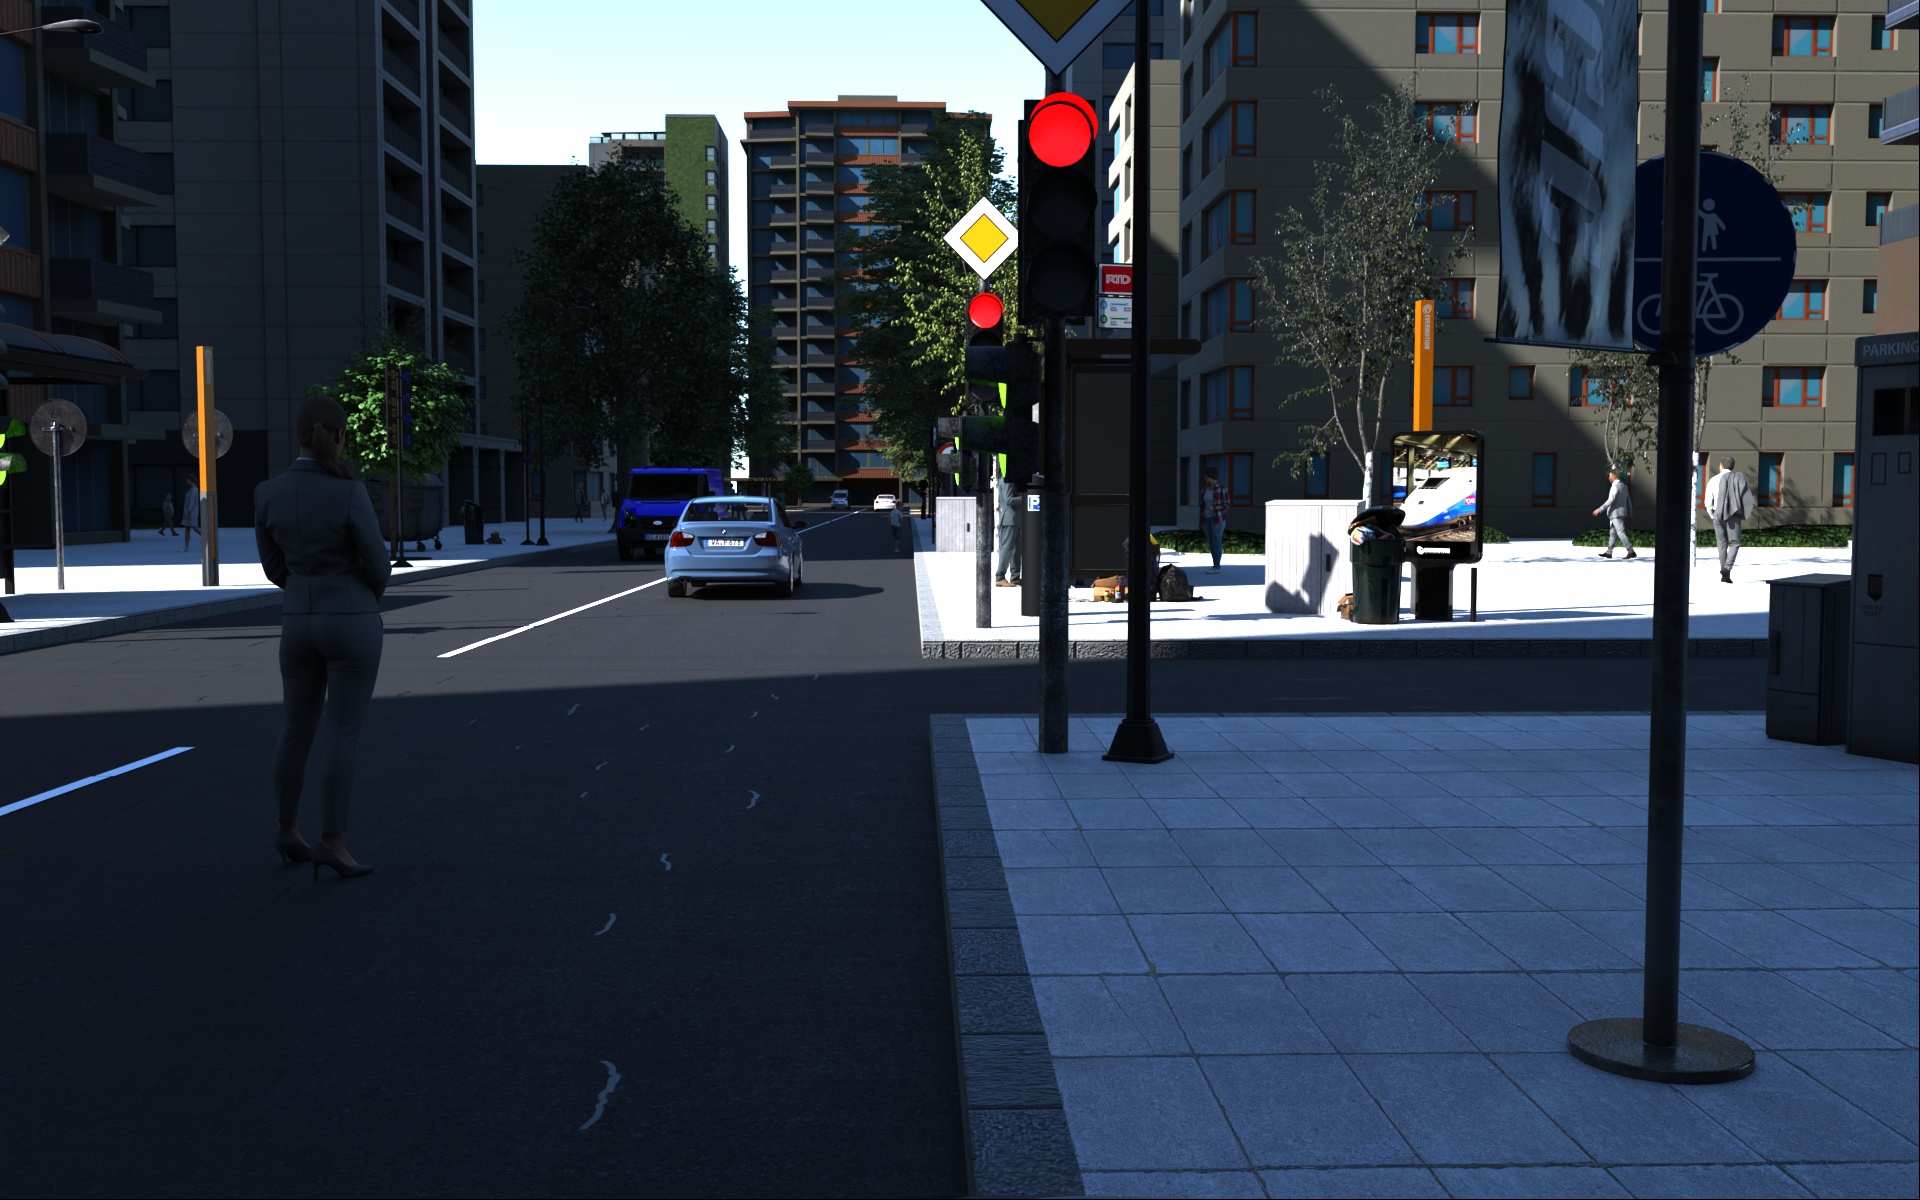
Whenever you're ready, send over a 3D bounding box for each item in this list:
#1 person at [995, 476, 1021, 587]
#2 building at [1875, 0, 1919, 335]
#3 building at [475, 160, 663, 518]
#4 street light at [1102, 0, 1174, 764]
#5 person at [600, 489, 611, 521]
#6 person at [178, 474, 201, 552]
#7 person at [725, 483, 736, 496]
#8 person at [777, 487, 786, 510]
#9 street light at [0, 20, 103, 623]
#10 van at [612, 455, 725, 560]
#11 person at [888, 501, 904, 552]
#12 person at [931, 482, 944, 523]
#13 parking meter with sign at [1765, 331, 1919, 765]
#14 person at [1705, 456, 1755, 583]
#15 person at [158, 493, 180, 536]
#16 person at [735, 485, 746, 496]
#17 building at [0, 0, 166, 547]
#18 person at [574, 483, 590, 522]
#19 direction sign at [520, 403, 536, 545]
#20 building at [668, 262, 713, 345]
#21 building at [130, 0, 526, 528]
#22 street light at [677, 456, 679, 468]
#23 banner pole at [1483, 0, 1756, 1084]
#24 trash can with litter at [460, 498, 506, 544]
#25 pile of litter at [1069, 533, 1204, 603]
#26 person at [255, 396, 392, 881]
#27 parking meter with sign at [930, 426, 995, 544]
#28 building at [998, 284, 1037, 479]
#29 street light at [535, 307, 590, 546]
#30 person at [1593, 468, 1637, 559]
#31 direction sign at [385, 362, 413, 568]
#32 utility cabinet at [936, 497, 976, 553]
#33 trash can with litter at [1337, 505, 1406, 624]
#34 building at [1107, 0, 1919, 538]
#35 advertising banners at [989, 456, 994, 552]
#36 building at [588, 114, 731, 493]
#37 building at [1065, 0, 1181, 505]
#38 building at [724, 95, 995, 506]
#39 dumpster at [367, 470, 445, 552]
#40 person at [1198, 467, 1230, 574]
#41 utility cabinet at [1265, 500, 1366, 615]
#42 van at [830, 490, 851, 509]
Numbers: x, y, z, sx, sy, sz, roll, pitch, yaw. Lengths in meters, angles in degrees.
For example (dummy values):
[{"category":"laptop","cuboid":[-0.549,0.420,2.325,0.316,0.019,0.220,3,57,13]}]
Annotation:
[{"category":"person","cuboid":[0.784,-1.085,23.956,0.590,1.801,0.661,0,4,2]},{"category":"building","cuboid":[27.478,-23.258,30.384,14.200,45.320,14.600,0,4,-2]},{"category":"building","cuboid":[-33.845,-15.915,105.258,27.650,21.520,28.899,0,4,-2]},{"category":"street light","cuboid":[0.323,-2.182,8.212,1.470,5.913,1.316,0,4,-2]},{"category":"person","cuboid":[-16.717,-4.452,81.426,0.503,1.515,0.523,1,4,21]},{"category":"person","cuboid":[-17.027,-1.939,38.495,0.466,1.731,0.760,2,4,31]},{"category":"person","cuboid":[-11.744,-5.049,88.435,0.661,1.843,0.795,2,4,25]},{"category":"person","cuboid":[-9.217,-4.919,89.166,0.600,1.795,0.529,-2,4,-32]},{"category":"street light","cuboid":[-9.103,-2.726,17.115,1.470,5.913,1.316,0,4,-2]},{"category":"van","cuboid":[-6.480,-2.133,39.252,2.240,2.365,5.245,0,4,-2]},{"category":"person","cuboid":[-1.568,-1.800,42.618,0.352,1.250,0.332,-2,4,-32]},{"category":"person","cuboid":[-0.997,-4.286,76.214,0.635,1.810,0.391,-3,5,-43]},{"category":"parking meter with sign","cuboid":[4.710,-0.736,8.290,0.543,3.016,1.738,-2,4,-24]},{"category":"person","cuboid":[11.126,-1.156,25.037,0.679,1.850,0.850,2,4,35]},{"category":"person","cuboid":[-24.346,-2.628,53.282,0.640,1.303,0.475,-1,4,-12]},{"category":"person","cuboid":[-8.888,-3.765,70.335,0.520,1.790,0.573,-1,4,-20]},{"category":"building","cuboid":[-31.565,-23.350,36.397,22.147,44.769,28.867,0,4,-2]},{"category":"person","cuboid":[-17.164,-4.413,78.385,0.728,1.800,0.709,2,4,30]},{"category":"direction sign","cuboid":[-10.919,-3.160,43.667,0.379,3.537,0.876,0,4,-2]},{"category":"building","cuboid":[-36.167,-18.322,144.605,28.899,21.520,27.650,0,4,-2]},{"category":"building","cuboid":[-30.206,-38.879,73.917,20.563,71.187,20.611,0,4,-2]},{"category":"street light","cuboid":[-10.711,-5.904,69.072,1.470,5.913,1.316,0,4,-2]},{"category":"banner pole","cuboid":[1.409,-0.838,3.711,0.863,3.779,0.401,-2,4,-35]},{"category":"trash can with litter","cuboid":[-12.202,-2.013,44.305,1.055,1.170,0.624,-2,4,-29]},{"category":"pile of litter","cuboid":[2.090,-0.422,20.862,1.719,0.858,1.176,0,4,5]},{"category":"person","cuboid":[-2.368,0.137,6.538,0.520,1.790,0.573,0,4,-3]},{"category":"parking meter with sign","cuboid":[0.130,-2.945,44.415,1.738,3.016,0.543,0,4,8]},{"category":"building","cuboid":[11.072,-25.647,191.025,14.107,30.474,14.160,0,4,-2]},{"category":"street light","cuboid":[-9.868,-4.311,43.033,1.470,5.913,1.316,0,4,-2]},{"category":"person","cuboid":[13.001,-1.708,34.239,0.850,1.792,0.678,3,5,44]},{"category":"direction sign","cuboid":[-9.790,-2.341,30.273,0.379,3.537,0.876,1,4,8]},{"category":"utility cabinet","cuboid":[-0.010,-1.643,38.021,1.020,1.237,0.306,0,4,2]},{"category":"trash can with litter","cuboid":[4.050,-0.367,17.383,0.624,1.170,1.055,-1,4,-8]},{"category":"building","cuboid":[20.948,-13.402,64.164,27.650,21.520,28.899,0,4,-2]},{"category":"advertising banners","cuboid":[0.739,-2.628,39.161,0.090,3.025,2.074,0,4,3]},{"category":"building","cuboid":[-32.775,-30.954,189.689,14.086,41.232,14.154,0,4,-2]},{"category":"building","cuboid":[16.539,-34.975,113.833,21.231,58.520,28.212,0,4,-2]},{"category":"building","cuboid":[-10.861,-32.936,193.133,28.867,44.769,22.147,0,4,-2]},{"category":"dumpster","cuboid":[-12.446,-2.029,38.928,1.264,1.857,1.865,0,4,-2]},{"category":"person","cuboid":[4.120,-1.289,27.960,0.643,1.720,0.563,-3,5,-40]},{"category":"utility cabinet","cuboid":[3.798,-0.452,18.551,1.020,1.237,0.306,2,4,29]},{"category":"van","cuboid":[-11.401,-9.706,165.711,2.013,2.044,4.112,0,4,0]}]
